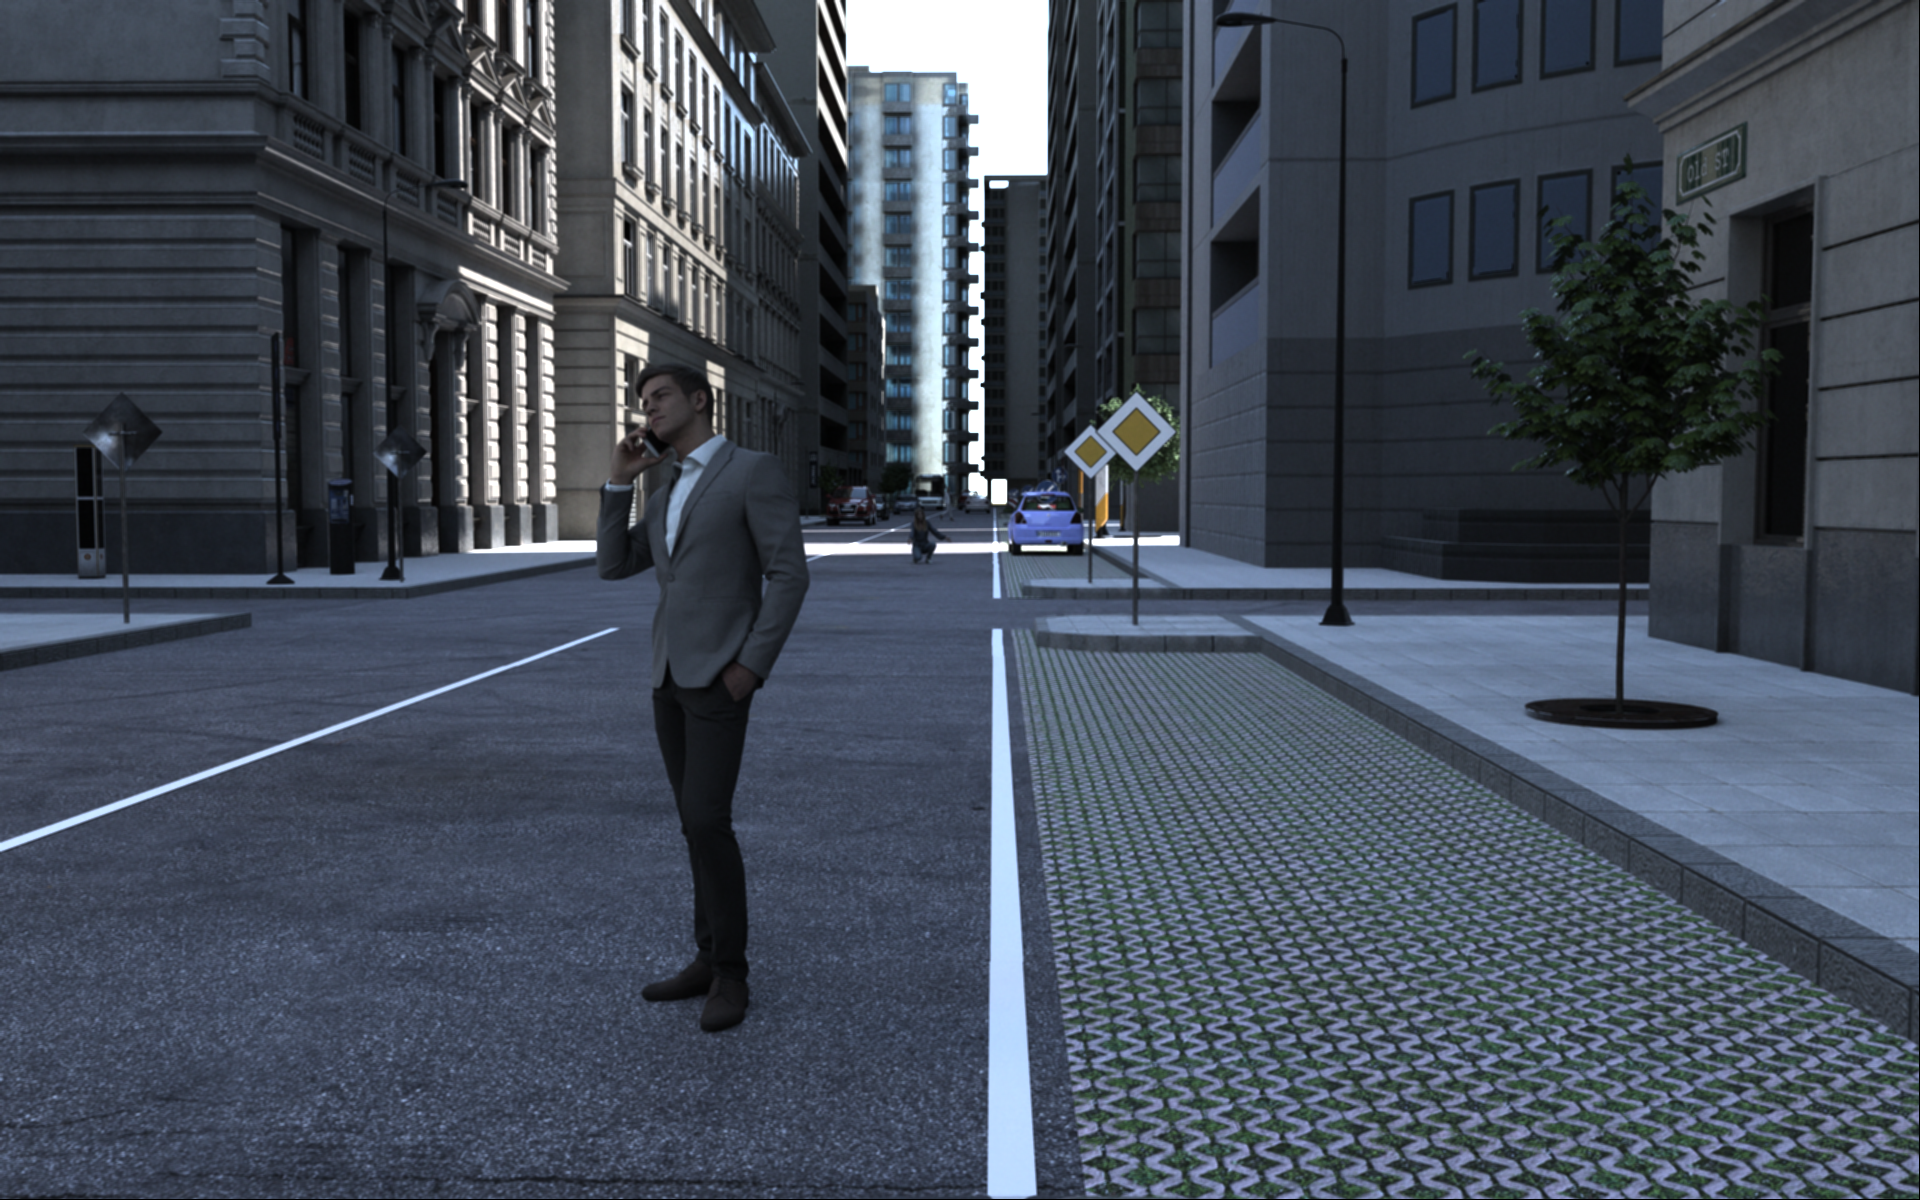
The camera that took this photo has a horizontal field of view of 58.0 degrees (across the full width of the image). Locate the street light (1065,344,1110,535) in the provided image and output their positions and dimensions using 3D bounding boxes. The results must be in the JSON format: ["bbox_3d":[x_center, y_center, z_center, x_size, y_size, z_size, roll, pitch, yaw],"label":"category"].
[{"bbox_3d":[3.948,-4.971,53.822,1.470,5.913,1.316,0,4,1],"label":"street light"}]

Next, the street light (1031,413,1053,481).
[{"bbox_3d":[4.754,-7.751,99.272,1.470,5.913,1.316,0,4,1],"label":"street light"}]

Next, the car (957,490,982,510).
[{"bbox_3d":[0.891,-9.085,157.220,2.281,1.827,5.304,0,4,2],"label":"car"}]

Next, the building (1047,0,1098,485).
[{"bbox_3d":[17.736,-31.190,133.665,21.300,48.544,21.600,0,4,1],"label":"building"}]

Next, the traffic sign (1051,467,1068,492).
[{"bbox_3d":[4.724,-5.024,82.248,0.768,2.556,0.104,1,4,9],"label":"traffic sign"}]

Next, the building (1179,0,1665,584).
[{"bbox_3d":[19.370,-29.998,32.460,28.212,58.520,21.231,0,4,1],"label":"building"}]

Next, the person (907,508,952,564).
[{"bbox_3d":[-0.672,-1.326,35.680,1.012,1.151,0.738,-1,4,-14],"label":"person"}]

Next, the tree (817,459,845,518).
[{"bbox_3d":[-7.037,-6.111,94.521,1.663,3.219,1.824,0,3,0],"label":"tree"}]

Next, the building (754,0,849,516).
[{"bbox_3d":[-18.716,-29.801,110.941,21.300,48.544,21.600,0,4,1],"label":"building"}]

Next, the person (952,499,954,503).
[{"bbox_3d":[-0.908,-8.211,146.004,1.065,1.426,0.557,3,5,40],"label":"person"}]

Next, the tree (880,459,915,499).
[{"bbox_3d":[-5.890,-11.016,163.821,4.285,4.588,4.351,0,3,0],"label":"tree"}]

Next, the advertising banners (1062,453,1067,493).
[{"bbox_3d":[4.456,-4.748,73.815,0.090,3.025,2.074,0,4,-1],"label":"advertising banners"}]

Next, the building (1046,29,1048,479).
[{"bbox_3d":[15.719,-31.603,166.820,14.600,45.320,14.200,0,4,1],"label":"building"}]

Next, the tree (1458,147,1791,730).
[{"bbox_3d":[3.651,-0.931,9.829,1.663,3.219,1.824,0,3,0],"label":"tree"}]

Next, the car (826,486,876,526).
[{"bbox_3d":[-4.969,-4.341,79.647,2.281,1.827,5.304,0,4,1],"label":"car"}]

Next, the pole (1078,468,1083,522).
[{"bbox_3d":[4.999,-4.771,71.847,0.158,3.312,0.155,0,3,0],"label":"pole"}]

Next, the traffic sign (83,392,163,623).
[{"bbox_3d":[-8.275,-0.826,17.144,0.795,2.450,0.064,0,4,1],"label":"traffic sign"}]

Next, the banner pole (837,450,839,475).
[{"bbox_3d":[-6.953,-6.644,98.646,0.401,3.779,0.863,0,4,2],"label":"banner pole"}]

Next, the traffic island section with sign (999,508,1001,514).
[{"bbox_3d":[3.925,-7.223,126.722,1.989,1.847,2.006,0,4,1],"label":"traffic island section with sign"}]

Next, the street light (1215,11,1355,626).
[{"bbox_3d":[3.161,-2.710,16.849,1.470,5.913,1.316,0,4,1],"label":"street light"}]

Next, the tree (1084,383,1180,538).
[{"bbox_3d":[5.237,-4.137,51.361,4.285,4.588,4.351,0,3,0],"label":"tree"}]

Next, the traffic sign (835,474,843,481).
[{"bbox_3d":[-6.820,-5.791,95.864,0.795,2.450,0.064,0,4,2],"label":"traffic sign"}]

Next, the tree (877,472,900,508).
[{"bbox_3d":[-6.357,-9.927,156.902,1.663,3.219,1.824,0,3,0],"label":"tree"}]

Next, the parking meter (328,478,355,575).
[{"bbox_3d":[-9.888,-1.179,27.686,0.372,1.533,0.369,0,3,0],"label":"parking meter"}]

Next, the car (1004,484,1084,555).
[{"bbox_3d":[2.026,-1.952,41.508,1.945,1.707,3.694,0,4,0],"label":"car"}]

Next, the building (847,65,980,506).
[{"bbox_3d":[-12.991,-35.275,196.361,30.456,49.044,23.786,0,4,1],"label":"building"}]

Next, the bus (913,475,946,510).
[{"bbox_3d":[-2.749,-9.966,157.803,2.948,3.499,13.247,0,4,-1],"label":"bus"}]

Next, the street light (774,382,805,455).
[{"bbox_3d":[-7.106,-6.069,71.762,1.470,5.913,1.316,0,4,1],"label":"street light"}]

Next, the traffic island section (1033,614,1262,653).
[{"bbox_3d":[1.740,0.323,17.004,2.009,0.180,2.903,0,4,1],"label":"traffic island section"}]

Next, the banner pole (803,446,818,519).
[{"bbox_3d":[-7.740,-6.103,89.805,0.863,3.779,0.401,1,4,23],"label":"banner pole"}]

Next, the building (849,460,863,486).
[{"bbox_3d":[-18.016,-42.390,131.330,20.563,71.187,20.611,0,4,1],"label":"building"}]

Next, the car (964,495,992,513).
[{"bbox_3d":[1.339,-7.169,129.578,2.083,1.381,4.827,0,4,1],"label":"car"}]

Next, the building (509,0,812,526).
[{"bbox_3d":[-13.867,-15.735,86.150,11.050,23.489,19.941,0,4,1],"label":"building"}]

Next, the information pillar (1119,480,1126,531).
[{"bbox_3d":[5.635,-4.186,59.790,0.183,3.616,0.504,1,4,20],"label":"information pillar"}]

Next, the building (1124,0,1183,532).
[{"bbox_3d":[12.993,-17.884,64.105,14.160,30.474,14.107,0,4,1],"label":"building"}]

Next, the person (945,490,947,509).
[{"bbox_3d":[-1.302,-9.999,171.981,0.705,1.824,1.348,2,4,27],"label":"person"}]

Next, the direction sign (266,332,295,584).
[{"bbox_3d":[-9.718,-1.998,24.667,0.379,3.537,0.876,-2,4,-26],"label":"direction sign"}]

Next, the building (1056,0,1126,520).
[{"bbox_3d":[15.644,-39.748,88.127,20.563,71.187,20.611,0,4,1],"label":"building"}]

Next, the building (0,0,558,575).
[{"bbox_3d":[-15.644,-12.679,36.177,11.050,23.489,19.941,0,4,1],"label":"building"}]

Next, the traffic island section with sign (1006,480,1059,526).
[{"bbox_3d":[2.400,-2.542,50.194,1.989,1.847,2.006,0,4,1],"label":"traffic island section with sign"}]

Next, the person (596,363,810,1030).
[{"bbox_3d":[-0.729,0.234,4.850,0.473,1.802,0.592,-2,4,-32],"label":"person"}]

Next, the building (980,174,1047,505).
[{"bbox_3d":[14.305,-31.049,199.524,23.993,40.220,32.217,0,4,1],"label":"building"}]

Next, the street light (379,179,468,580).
[{"bbox_3d":[-7.964,-3.253,25.734,1.470,5.913,1.316,0,4,1],"label":"street light"}]

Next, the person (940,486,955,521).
[{"bbox_3d":[-0.685,-5.190,93.232,0.818,1.842,0.514,1,4,15],"label":"person"}]

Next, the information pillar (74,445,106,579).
[{"bbox_3d":[-13.165,-1.328,26.212,0.304,2.012,0.304,0,4,-5],"label":"information pillar"}]

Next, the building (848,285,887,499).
[{"bbox_3d":[-22.142,-19.367,161.687,28.899,21.520,27.650,0,4,1],"label":"building"}]

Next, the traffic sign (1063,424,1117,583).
[{"bbox_3d":[1.874,-1.301,24.910,0.795,2.450,0.064,0,4,1],"label":"traffic sign"}]

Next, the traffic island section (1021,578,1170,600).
[{"bbox_3d":[1.898,-0.166,24.987,2.009,0.180,2.903,0,4,1],"label":"traffic island section"}]

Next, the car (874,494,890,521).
[{"bbox_3d":[-4.822,-5.197,94.754,2.009,1.686,4.222,0,4,1],"label":"car"}]

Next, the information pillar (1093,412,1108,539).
[{"bbox_3d":[4.034,-3.546,49.326,0.183,3.616,0.504,-2,4,-34],"label":"information pillar"}]

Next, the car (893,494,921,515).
[{"bbox_3d":[-3.740,-6.784,122.921,2.014,1.417,4.499,0,4,3],"label":"car"}]

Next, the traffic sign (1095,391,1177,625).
[{"bbox_3d":[1.717,-0.812,16.927,0.795,2.450,0.064,0,4,1],"label":"traffic sign"}]

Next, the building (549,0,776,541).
[{"bbox_3d":[-16.348,-13.938,61.166,16.112,22.955,30.059,0,4,1],"label":"building"}]

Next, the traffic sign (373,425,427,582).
[{"bbox_3d":[-8.117,-1.314,25.128,0.795,2.450,0.064,0,4,1],"label":"traffic sign"}]

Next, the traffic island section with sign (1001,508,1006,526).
[{"bbox_3d":[2.941,-4.191,77.144,1.989,1.847,2.006,0,4,1],"label":"traffic island section with sign"}]
